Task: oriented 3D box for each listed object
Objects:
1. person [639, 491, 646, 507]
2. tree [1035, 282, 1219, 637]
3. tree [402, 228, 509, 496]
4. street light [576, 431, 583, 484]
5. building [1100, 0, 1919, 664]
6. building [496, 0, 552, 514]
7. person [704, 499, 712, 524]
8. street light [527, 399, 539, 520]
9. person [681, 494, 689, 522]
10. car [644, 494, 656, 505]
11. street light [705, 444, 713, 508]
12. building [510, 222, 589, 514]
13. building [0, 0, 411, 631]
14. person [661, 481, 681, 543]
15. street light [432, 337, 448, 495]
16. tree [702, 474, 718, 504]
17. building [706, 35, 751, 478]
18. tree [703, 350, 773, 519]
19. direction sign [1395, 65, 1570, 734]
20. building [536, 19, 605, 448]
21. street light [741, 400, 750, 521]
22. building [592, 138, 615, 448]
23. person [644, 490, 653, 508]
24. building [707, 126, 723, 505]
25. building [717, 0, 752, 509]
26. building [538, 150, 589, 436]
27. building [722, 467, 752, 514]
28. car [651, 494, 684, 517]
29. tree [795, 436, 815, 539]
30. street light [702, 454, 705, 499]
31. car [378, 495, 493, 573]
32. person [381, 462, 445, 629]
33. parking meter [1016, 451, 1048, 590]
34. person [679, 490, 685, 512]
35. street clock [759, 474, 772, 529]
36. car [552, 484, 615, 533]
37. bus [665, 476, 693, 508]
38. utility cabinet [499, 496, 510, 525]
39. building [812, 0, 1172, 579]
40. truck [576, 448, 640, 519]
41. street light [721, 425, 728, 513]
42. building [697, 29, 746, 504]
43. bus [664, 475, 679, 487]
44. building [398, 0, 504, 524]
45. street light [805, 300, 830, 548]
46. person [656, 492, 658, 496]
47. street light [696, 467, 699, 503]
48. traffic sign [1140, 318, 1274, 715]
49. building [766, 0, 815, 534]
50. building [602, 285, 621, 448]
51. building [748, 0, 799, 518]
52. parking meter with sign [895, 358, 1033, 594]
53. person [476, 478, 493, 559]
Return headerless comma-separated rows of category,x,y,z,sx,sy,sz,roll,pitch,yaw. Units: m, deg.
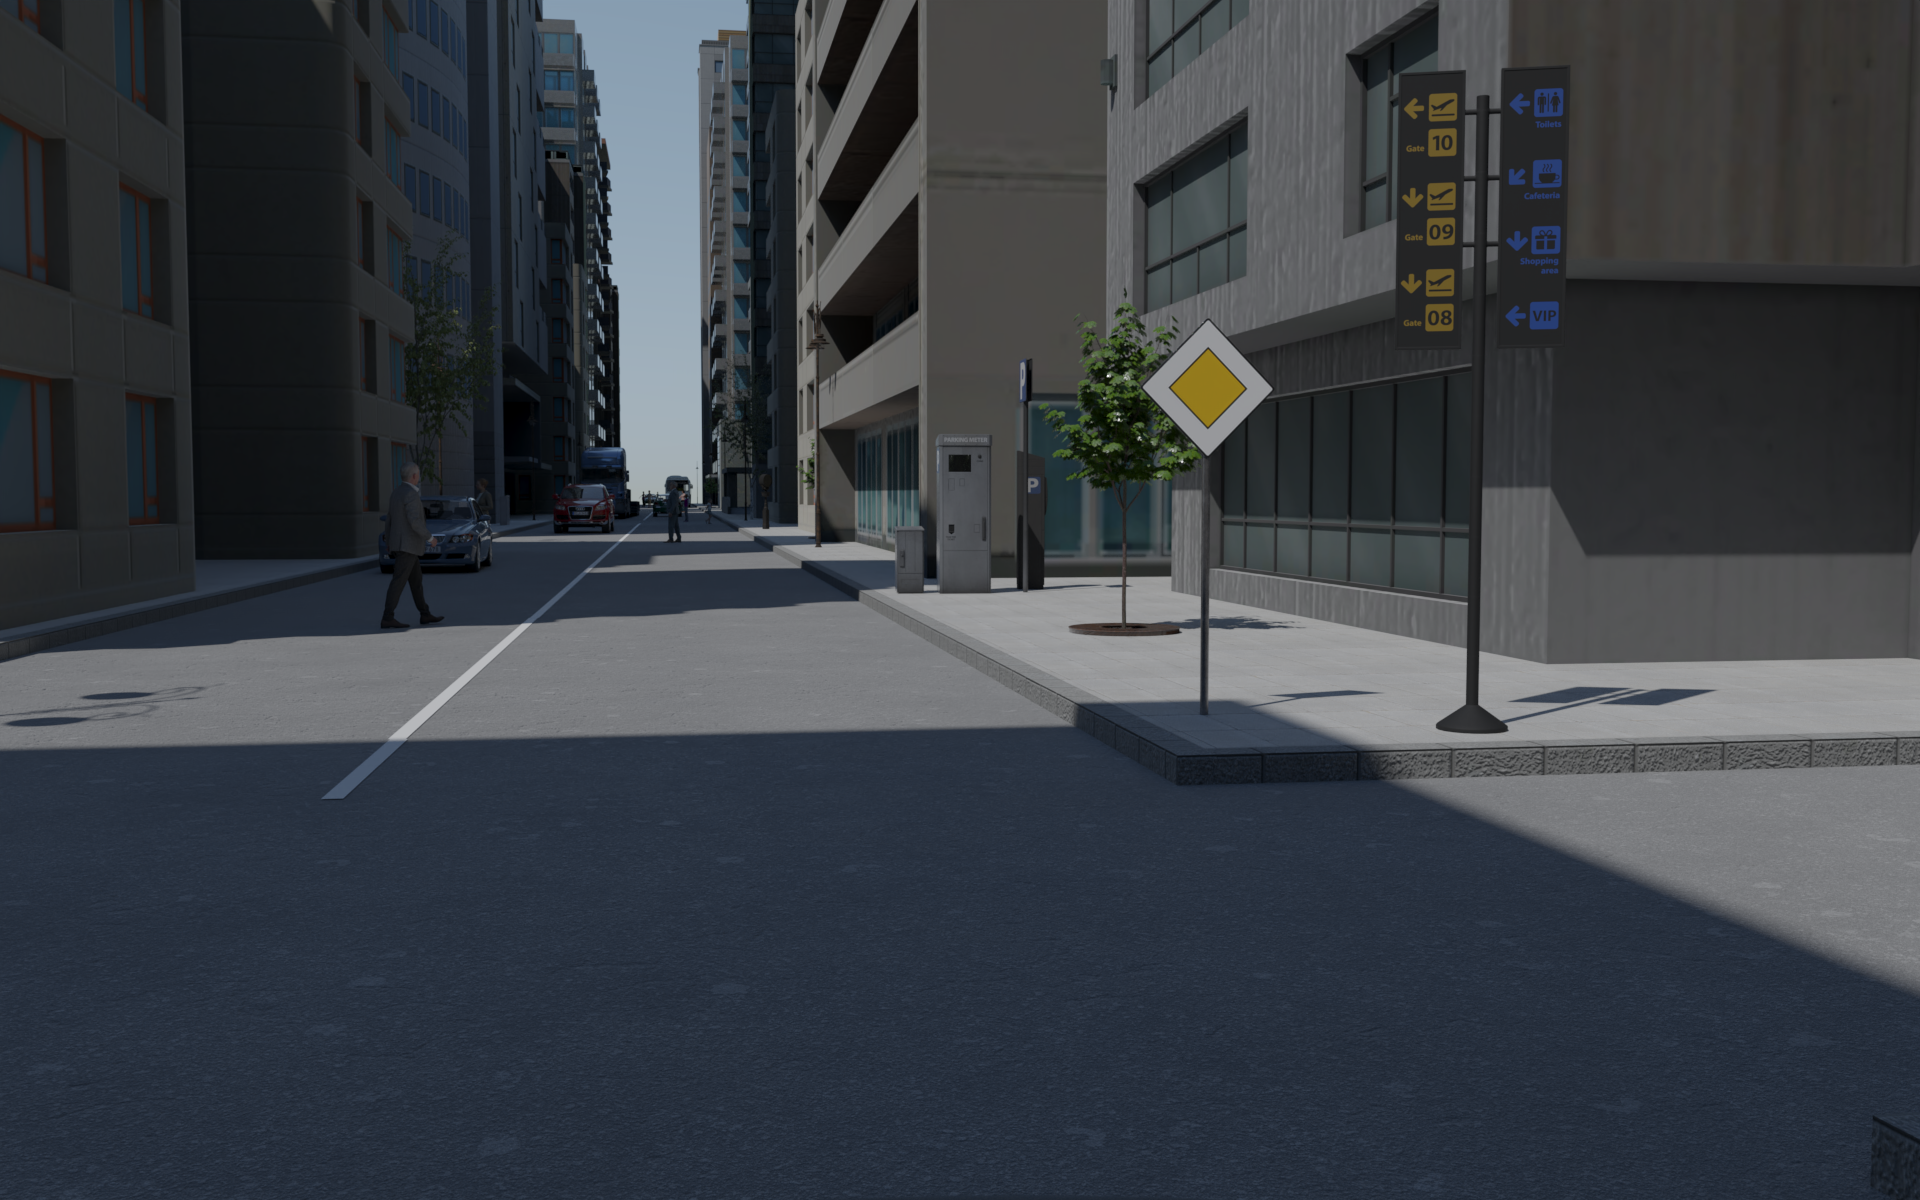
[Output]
person,-35.009,-11.129,191.147,1.217,1.739,0.721,3,5,41
tree,1.413,-1.304,15.921,1.663,3.219,1.824,0,3,0
tree,-14.576,-5.922,47.191,4.737,8.622,4.395,0,3,0
street light,-27.821,-9.421,126.824,0.468,5.910,1.993,-1,4,-9
building,9.788,-14.954,16.206,14.107,30.474,14.160,-1,4,-9
building,-36.939,-30.829,93.286,28.713,52.752,27.495,-1,4,-9
person,-12.046,-4.245,82.916,0.382,1.210,0.505,0,4,-3
street light,-20.884,-6.847,84.743,0.468,5.910,1.993,-1,4,-9
person,-14.214,-4.761,89.571,0.599,1.433,0.991,-2,4,-29
car,-39.366,-12.749,220.251,2.131,1.459,4.920,-1,4,-8
street light,-22.872,-11.391,159.030,0.468,5.910,1.993,-1,4,-9
building,-41.110,-16.975,122.580,27.650,21.520,28.899,-1,4,-9
building,-24.727,-11.060,25.873,27.650,21.520,28.899,-1,4,-9
person,-8.524,-2.593,51.069,0.590,1.801,0.661,0,4,-2
street light,-15.245,-4.770,50.776,0.468,5.910,1.993,-1,4,-9
tree,-23.852,-10.512,166.475,1.663,3.219,1.824,0,3,0
building,-15.333,-34.650,186.137,23.786,49.044,30.456,-1,4,-9
tree,-10.698,-8.401,87.721,4.360,8.622,3.978,0,3,0
direction sign,2.789,-1.060,9.333,0.876,3.537,0.379,1,4,12
building,-48.215,-34.119,177.456,23.786,49.044,30.456,-1,4,-9
street light,-10.348,-6.773,83.526,0.468,5.910,1.993,-1,4,-9
building,-52.888,-33.774,206.824,22.147,44.769,28.867,-1,4,-9
person,-31.398,-10.178,174.909,1.348,1.824,0.705,3,5,39
building,-23.062,-34.097,207.602,14.600,45.320,14.200,-1,4,-9
building,-8.712,-50.801,143.263,22.319,86.520,31.000,-1,4,-9
building,-38.556,-22.800,144.482,14.160,30.474,14.107,-1,4,-9
building,0.011,-26.073,118.180,32.217,40.220,23.993,-1,4,-9
car,-18.580,-6.009,110.049,2.131,1.459,4.920,-1,4,-9
tree,-3.973,-3.370,49.699,1.663,3.219,1.824,0,3,0
street light,-29.486,-13.855,199.320,0.468,5.910,1.993,-1,4,-9
car,-9.924,-1.283,32.987,2.014,1.417,4.499,-1,4,-11
person,-5.894,-0.600,18.705,0.661,1.777,0.834,3,5,42
parking meter,0.969,-1.079,23.347,0.399,1.863,0.255,0,4,-5
person,-21.587,-7.677,134.731,0.721,1.736,1.217,-3,5,-45
street clock,-7.084,-3.584,63.175,0.358,2.002,0.471,3,4,38
car,-14.036,-3.431,64.776,2.281,1.827,5.304,-1,4,-9
bus,-30.228,-11.698,186.119,2.948,3.499,13.247,-1,4,-8
utility cabinet,-18.811,-3.692,71.527,0.306,1.237,1.020,0,4,-8
building,8.297,-25.267,36.817,21.300,48.544,21.600,-1,4,-9
truck,-21.278,-7.106,105.947,2.967,4.110,18.799,0,4,-8
street light,-15.807,-8.790,116.506,0.468,5.910,1.993,-1,4,-9
building,-23.677,-41.991,228.554,21.231,58.520,28.212,-1,4,-9
bus,-37.369,-14.440,227.643,2.896,3.916,12.252,-1,4,-10
building,-28.662,-31.748,61.077,21.231,58.520,28.212,-1,4,-9
street light,-3.402,-4.199,41.447,0.468,5.910,1.993,-1,4,-9
person,-40.627,-13.665,232.440,1.217,1.766,0.721,-3,5,-43
street light,-36.615,-16.427,241.369,0.468,5.910,1.993,-1,4,-9
traffic sign,1.415,-0.389,10.000,0.795,2.450,0.064,-1,4,-9
building,6.729,-13.822,71.022,27.650,21.520,28.899,-1,4,-9
building,-52.296,-27.975,229.096,14.160,30.474,14.107,-1,4,-9
building,-4.928,-19.970,98.217,14.160,30.474,14.107,-1,4,-9
parking meter with sign,0.034,-1.599,22.407,1.738,3.016,0.543,0,4,-7
person,-10.038,-1.667,36.299,0.362,1.759,0.519,-3,5,-44
